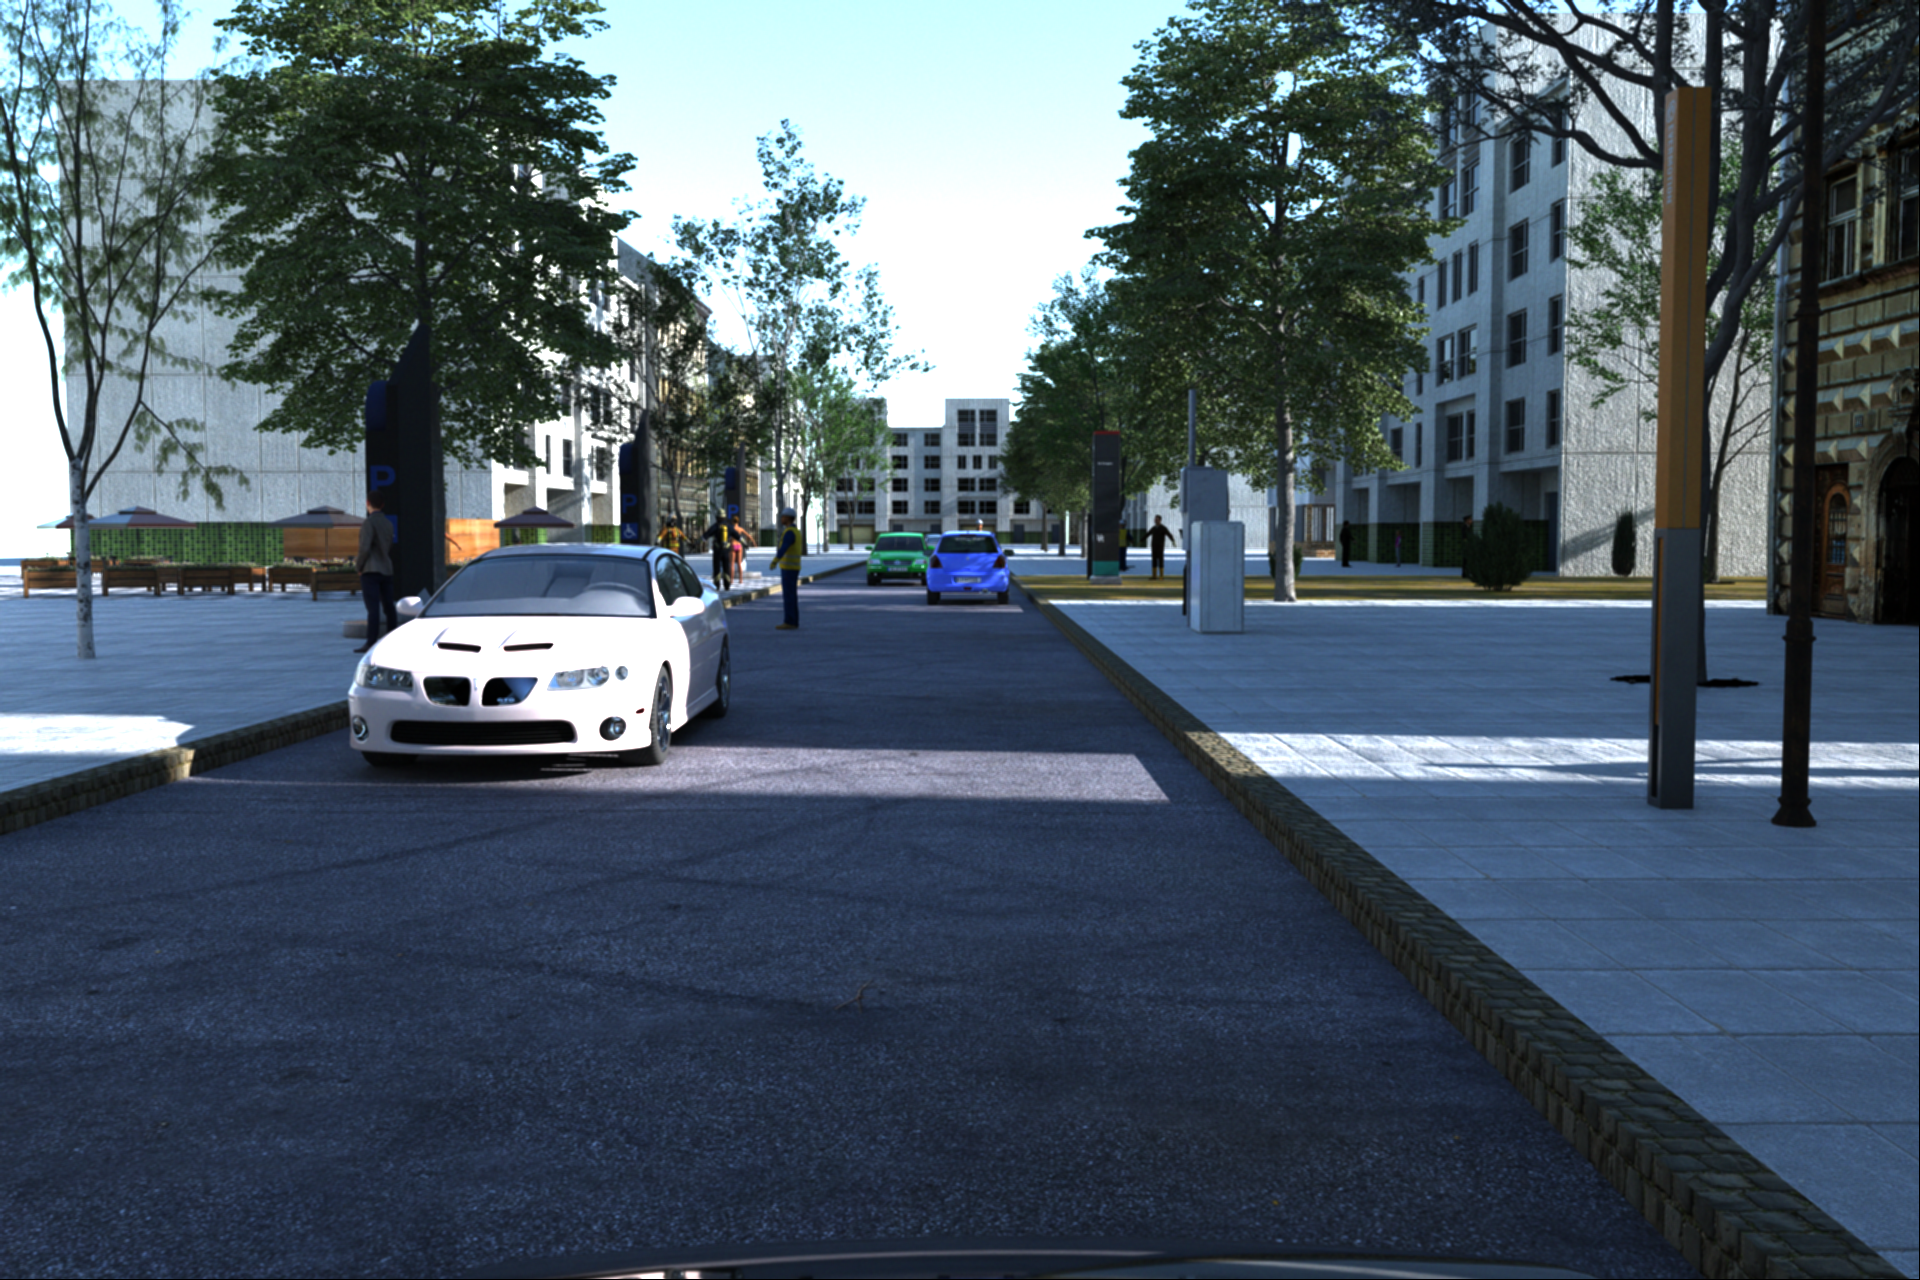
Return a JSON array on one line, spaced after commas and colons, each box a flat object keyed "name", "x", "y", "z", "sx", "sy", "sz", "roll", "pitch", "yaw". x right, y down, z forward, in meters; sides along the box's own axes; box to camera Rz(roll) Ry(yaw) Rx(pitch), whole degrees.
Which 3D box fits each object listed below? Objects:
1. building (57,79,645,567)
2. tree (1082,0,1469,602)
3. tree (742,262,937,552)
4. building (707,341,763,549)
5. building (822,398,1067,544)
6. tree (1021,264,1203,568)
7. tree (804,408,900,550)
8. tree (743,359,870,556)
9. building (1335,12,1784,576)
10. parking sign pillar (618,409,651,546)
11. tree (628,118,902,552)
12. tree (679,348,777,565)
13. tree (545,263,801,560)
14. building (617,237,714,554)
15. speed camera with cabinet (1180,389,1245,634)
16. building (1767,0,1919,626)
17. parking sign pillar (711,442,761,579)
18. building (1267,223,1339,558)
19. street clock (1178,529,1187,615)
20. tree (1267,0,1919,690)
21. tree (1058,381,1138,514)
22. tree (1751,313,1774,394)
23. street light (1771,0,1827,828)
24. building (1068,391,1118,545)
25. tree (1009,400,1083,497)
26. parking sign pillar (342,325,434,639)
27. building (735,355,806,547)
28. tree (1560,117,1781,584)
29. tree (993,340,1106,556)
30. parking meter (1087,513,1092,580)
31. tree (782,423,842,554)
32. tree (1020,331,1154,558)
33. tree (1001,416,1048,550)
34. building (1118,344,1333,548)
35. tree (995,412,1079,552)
[{"name": "building", "x": -26.558, "y": -13.271, "z": 83.432, "sx": 16.747, "sy": 18.905, "sz": 31.486, "roll": 0, "pitch": 4, "yaw": 1}, {"name": "tree", "x": 5.837, "y": -6.987, "z": 32.358, "sx": 7.486, "sy": 12.596, "sz": 7.792, "roll": 0, "pitch": 3, "yaw": 0}, {"name": "tree", "x": -8.436, "y": -16.198, "z": 120.730, "sx": 12.611, "sy": 20.169, "sz": 13.585, "roll": 0, "pitch": 3, "yaw": 0}, {"name": "building", "x": -28.817, "y": -20.008, "z": 158.052, "sx": 19.493, "sy": 23.208, "sz": 18.063, "roll": 0, "pitch": 4, "yaw": 1}, {"name": "building", "x": -1.704, "y": -22.172, "z": 231.418, "sx": 31.486, "sy": 18.905, "sz": 16.747, "roll": 0, "pitch": 4, "yaw": 2}, {"name": "tree", "x": 6.110, "y": -8.602, "z": 66.393, "sx": 9.928, "sy": 11.665, "sz": 9.643, "roll": 0, "pitch": 3, "yaw": 0}, {"name": "tree", "x": -8.520, "y": -12.891, "z": 136.517, "sx": 9.928, "sy": 11.665, "sz": 9.643, "roll": 0, "pitch": 3, "yaw": 0}, {"name": "tree", "x": -9.004, "y": -10.761, "z": 101.692, "sx": 9.928, "sy": 11.665, "sz": 9.643, "roll": 0, "pitch": 3, "yaw": 0}, {"name": "building", "x": 26.520, "y": -12.298, "z": 67.536, "sx": 16.747, "sy": 18.905, "sz": 31.486, "roll": 0, "pitch": 3, "yaw": 0}, {"name": "parking sign pillar", "x": -6.918, "y": -2.961, "z": 36.891, "sx": 1.447, "sy": 3.967, "sz": 1.447, "roll": 0, "pitch": 4, "yaw": 0}, {"name": "tree", "x": -9.195, "y": -13.814, "z": 81.748, "sx": 12.611, "sy": 20.169, "sz": 13.585, "roll": 0, "pitch": 3, "yaw": 0}, {"name": "tree", "x": -9.544, "y": -7.287, "z": 69.508, "sx": 4.737, "sy": 8.622, "sz": 4.395, "roll": 0, "pitch": 3, "yaw": 0}, {"name": "tree", "x": -9.631, "y": -7.639, "z": 59.304, "sx": 8.767, "sy": 10.594, "sz": 7.601, "roll": -1, "pitch": 4, "yaw": -22}, {"name": "building", "x": -26.520, "y": -16.985, "z": 108.626, "sx": 19.493, "sy": 23.208, "sz": 18.063, "roll": 0, "pitch": 4, "yaw": 1}, {"name": "speed camera with cabinet", "x": 3.365, "y": -1.759, "z": 23.090, "sx": 0.660, "sy": 3.252, "sz": 2.038, "roll": 0, "pitch": 4, "yaw": 0}, {"name": "building", "x": 22.137, "y": -11.436, "z": 17.911, "sx": 19.493, "sy": 23.208, "sz": 18.063, "roll": 0, "pitch": 3, "yaw": 0}, {"name": "parking sign pillar", "x": -6.483, "y": -3.769, "z": 50.101, "sx": 1.447, "sy": 3.967, "sz": 1.447, "roll": 0, "pitch": 4, "yaw": 0}, {"name": "building", "x": 24.223, "y": -15.292, "z": 106.446, "sx": 16.016, "sy": 20.090, "sz": 11.380, "roll": 0, "pitch": 4, "yaw": 0}, {"name": "street clock", "x": 3.622, "y": -1.391, "z": 27.318, "sx": 0.358, "sy": 2.002, "sz": 0.471, "roll": 0, "pitch": 4, "yaw": 1}, {"name": "tree", "x": 6.289, "y": -6.357, "z": 14.303, "sx": 12.009, "sy": 13.543, "sz": 11.850, "roll": 0, "pitch": 3, "yaw": 0}, {"name": "tree", "x": 6.272, "y": -8.179, "z": 84.084, "sx": 4.360, "sy": 8.622, "sz": 3.978, "roll": 0, "pitch": 3, "yaw": 0}, {"name": "tree", "x": 20.484, "y": -7.185, "z": 35.598, "sx": 7.486, "sy": 12.596, "sz": 7.792, "roll": 0, "pitch": 3, "yaw": 0}, {"name": "street light", "x": 3.686, "y": -2.122, "z": 7.478, "sx": 0.468, "sy": 5.910, "sz": 1.993, "roll": 0, "pitch": 3, "yaw": 0}, {"name": "building", "x": 22.695, "y": -22.850, "z": 204.521, "sx": 19.493, "sy": 23.208, "sz": 18.063, "roll": 0, "pitch": 3, "yaw": 0}, {"name": "tree", "x": 6.428, "y": -10.892, "z": 112.501, "sx": 8.767, "sy": 10.594, "sz": 7.601, "roll": 3, "pitch": 5, "yaw": 42}, {"name": "parking sign pillar", "x": -7.038, "y": -2.036, "z": 21.758, "sx": 1.447, "sy": 3.967, "sz": 1.447, "roll": 0, "pitch": 4, "yaw": 0}, {"name": "building", "x": -26.575, "y": -19.578, "z": 186.561, "sx": 16.747, "sy": 18.905, "sz": 31.486, "roll": 0, "pitch": 4, "yaw": 1}, {"name": "tree", "x": 19.260, "y": -7.245, "z": 44.216, "sx": 9.928, "sy": 11.665, "sz": 9.643, "roll": 0, "pitch": 3, "yaw": 0}, {"name": "tree", "x": 5.777, "y": -11.229, "z": 101.716, "sx": 7.486, "sy": 12.596, "sz": 7.792, "roll": 0, "pitch": 3, "yaw": 0}, {"name": "parking meter", "x": 3.768, "y": -2.620, "z": 48.543, "sx": 0.399, "sy": 1.863, "sz": 0.255, "roll": 0, "pitch": 4, "yaw": 0}, {"name": "tree", "x": -8.847, "y": -9.796, "z": 110.521, "sx": 4.360, "sy": 8.622, "sz": 3.978, "roll": 0, "pitch": 3, "yaw": 0}, {"name": "tree", "x": 6.841, "y": -10.617, "z": 91.713, "sx": 7.486, "sy": 12.596, "sz": 7.792, "roll": 0, "pitch": 3, "yaw": 0}, {"name": "tree", "x": 6.773, "y": -12.937, "z": 137.281, "sx": 9.928, "sy": 11.665, "sz": 9.643, "roll": 0, "pitch": 3, "yaw": 0}, {"name": "building", "x": 25.205, "y": -18.570, "z": 170.069, "sx": 16.747, "sy": 18.905, "sz": 31.486, "roll": 0, "pitch": 4, "yaw": 0}, {"name": "tree", "x": 5.860, "y": -11.574, "z": 123.653, "sx": 7.601, "sy": 10.594, "sz": 8.767, "roll": -2, "pitch": 4, "yaw": -30}]
